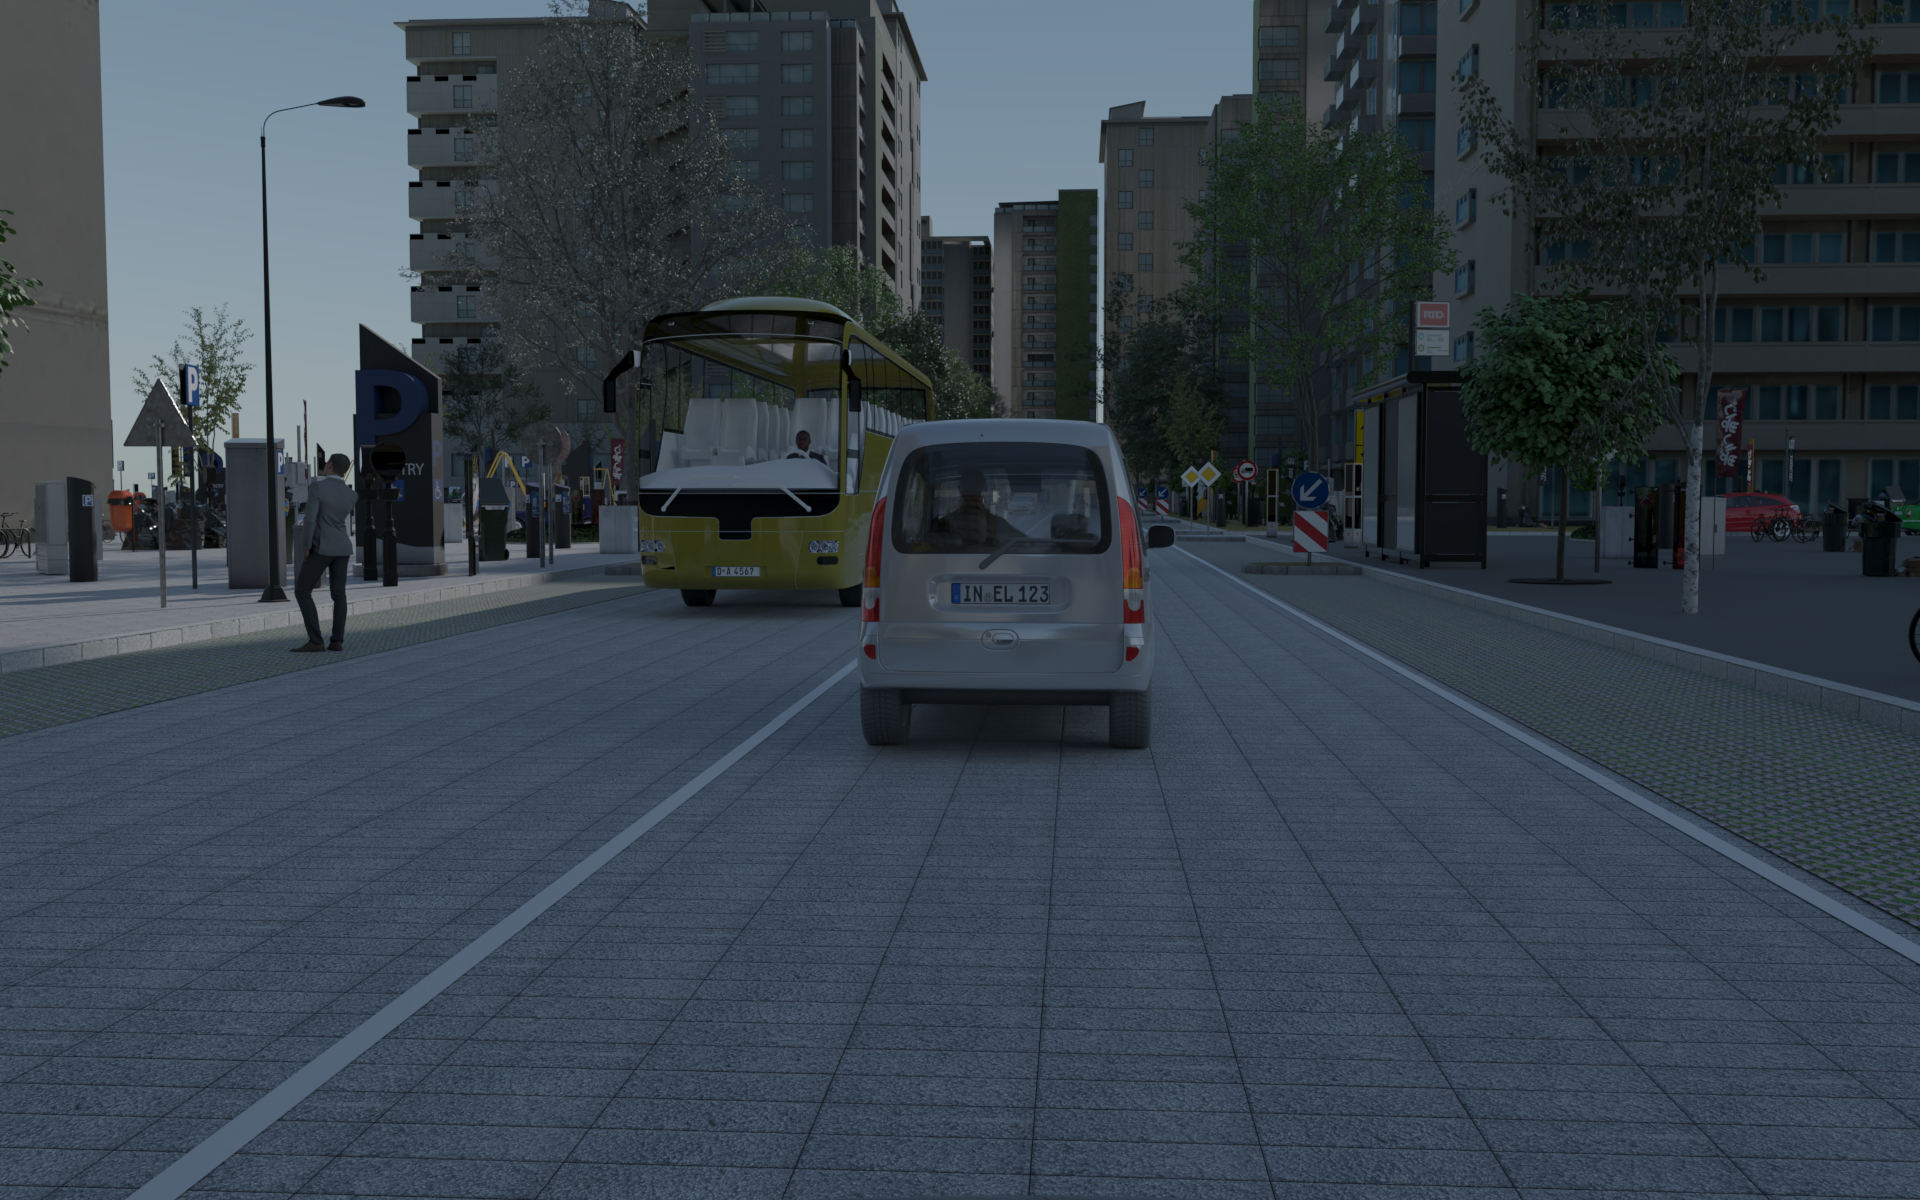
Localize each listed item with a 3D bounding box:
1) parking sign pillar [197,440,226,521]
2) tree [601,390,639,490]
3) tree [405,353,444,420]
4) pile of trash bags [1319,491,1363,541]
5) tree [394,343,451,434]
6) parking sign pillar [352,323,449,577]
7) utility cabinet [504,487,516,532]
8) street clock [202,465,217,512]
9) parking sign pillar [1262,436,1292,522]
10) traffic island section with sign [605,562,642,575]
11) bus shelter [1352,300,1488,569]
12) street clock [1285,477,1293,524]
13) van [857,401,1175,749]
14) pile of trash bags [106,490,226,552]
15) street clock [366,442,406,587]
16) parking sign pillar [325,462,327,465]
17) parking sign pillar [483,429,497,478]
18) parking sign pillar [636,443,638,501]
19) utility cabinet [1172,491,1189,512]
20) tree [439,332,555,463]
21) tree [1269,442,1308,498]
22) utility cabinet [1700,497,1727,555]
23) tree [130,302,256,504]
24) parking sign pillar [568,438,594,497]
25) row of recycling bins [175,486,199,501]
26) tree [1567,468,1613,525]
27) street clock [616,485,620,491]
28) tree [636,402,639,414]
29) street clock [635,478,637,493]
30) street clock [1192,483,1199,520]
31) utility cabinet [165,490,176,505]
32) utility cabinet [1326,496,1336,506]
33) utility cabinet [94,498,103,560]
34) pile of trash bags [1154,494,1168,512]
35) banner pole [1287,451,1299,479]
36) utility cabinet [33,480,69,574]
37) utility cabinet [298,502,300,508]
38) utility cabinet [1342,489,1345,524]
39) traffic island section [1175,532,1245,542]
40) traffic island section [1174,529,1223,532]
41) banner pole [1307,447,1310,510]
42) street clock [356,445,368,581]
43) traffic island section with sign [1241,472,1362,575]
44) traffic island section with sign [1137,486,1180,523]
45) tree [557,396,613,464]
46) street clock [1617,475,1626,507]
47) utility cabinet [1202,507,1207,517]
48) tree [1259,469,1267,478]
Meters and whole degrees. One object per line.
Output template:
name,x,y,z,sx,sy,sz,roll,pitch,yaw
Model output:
parking sign pillar,-36.142,-5.822,83.667,1.447,3.967,1.447,2,4,24
tree,-21.390,-10.091,115.355,4.737,8.622,4.395,0,3,0
tree,-28.439,-8.498,89.305,4.360,8.622,3.978,0,3,0
pile of trash bags,11.012,-2.404,49.055,1.912,1.369,3.447,1,4,23
tree,-26.546,-8.161,83.793,4.737,8.622,4.395,0,3,0
parking sign pillar,-8.828,-2.370,27.227,1.447,3.967,1.447,0,4,8
utility cabinet,-14.672,-2.819,54.772,1.173,1.500,0.318,1,4,9
street clock,-18.913,-2.391,43.670,0.358,2.002,0.471,-3,4,-38
parking sign pillar,14.721,-5.626,80.463,1.447,3.967,1.447,1,4,9
traffic island section with sign,-5.164,-1.380,31.187,1.989,1.847,2.006,0,4,4
bus shelter,8.944,-3.425,33.634,2.179,5.291,8.768,0,4,4
street clock,14.101,-4.277,74.503,0.471,2.002,0.358,3,4,38
van,0.394,-0.255,11.177,2.013,2.044,4.112,0,4,5
pile of trash bags,-18.366,-1.834,39.741,1.912,1.369,3.447,0,4,7
street clock,-7.928,-1.191,24.046,0.471,2.002,0.358,-2,4,-24
parking sign pillar,-48.579,-8.884,133.732,1.447,3.967,1.447,-1,4,-18
parking sign pillar,-19.390,-5.081,71.552,1.447,3.967,1.447,-1,4,-18
parking sign pillar,-11.270,-4.553,62.914,1.447,3.967,1.447,-3,4,-36
utility cabinet,15.162,-6.763,119.259,1.173,1.500,0.318,-1,4,-23
tree,-26.919,-10.071,99.065,8.767,10.594,7.601,1,4,9
tree,21.241,-7.729,110.087,4.285,4.588,4.351,0,3,0
utility cabinet,15.848,-1.572,36.858,1.020,1.237,0.306,-2,4,-29
tree,-28.861,-7.070,65.951,4.737,8.622,4.395,0,3,0
parking sign pillar,-18.488,-5.871,84.458,1.447,3.967,1.447,2,4,31
row of recycling bins,-38.009,-4.953,88.093,3.534,1.692,1.069,-1,4,-14
tree,23.309,-4.222,63.631,1.663,3.219,1.824,0,3,0
street clock,-24.653,-7.318,124.223,0.358,2.002,0.471,2,4,29
tree,-15.673,-8.799,94.220,4.360,8.622,3.978,0,3,0
street clock,-13.301,-4.132,72.133,0.471,2.002,0.358,0,4,-1
street clock,11.531,-4.911,84.870,0.358,2.002,0.471,1,4,15
utility cabinet,-44.384,-5.421,97.311,0.318,1.500,1.173,-3,4,-37
utility cabinet,14.478,-3.543,69.095,1.020,1.237,0.306,-1,4,-23
utility cabinet,-16.973,-1.394,33.956,0.306,1.237,1.020,-2,4,-27
pile of trash bags,15.557,-7.102,125.869,3.447,1.369,1.912,3,5,43
banner pole,19.358,-6.760,100.545,0.863,3.779,0.401,1,4,15
utility cabinet,-14.577,-1.166,27.739,0.318,1.500,1.173,-3,4,-36
utility cabinet,-48.946,-7.131,127.760,0.306,1.237,1.020,-3,4,-37
utility cabinet,16.376,-3.935,73.017,0.318,1.500,1.173,2,4,24
traffic island section,7.632,-1.888,53.150,2.009,0.180,2.903,0,4,4
traffic island section,8.180,-2.375,61.116,2.009,0.180,2.903,0,4,4
banner pole,16.803,-5.704,83.278,0.401,3.779,0.863,0,4,3
street clock,-8.738,-1.287,25.615,0.358,2.002,0.471,-2,4,-24
traffic island section with sign,6.137,-1.391,31.371,1.989,1.847,2.006,0,4,4
traffic island section with sign,9.881,-4.720,85.802,1.989,1.847,2.006,0,4,4
tree,-28.027,-10.922,128.944,4.360,8.622,3.978,0,3,0
street clock,25.194,-3.756,65.982,0.358,2.002,0.471,1,4,10
utility cabinet,13.806,-5.269,94.820,1.173,1.500,0.318,-1,4,-9
tree,23.087,-8.305,130.392,1.663,3.219,1.824,0,3,0
